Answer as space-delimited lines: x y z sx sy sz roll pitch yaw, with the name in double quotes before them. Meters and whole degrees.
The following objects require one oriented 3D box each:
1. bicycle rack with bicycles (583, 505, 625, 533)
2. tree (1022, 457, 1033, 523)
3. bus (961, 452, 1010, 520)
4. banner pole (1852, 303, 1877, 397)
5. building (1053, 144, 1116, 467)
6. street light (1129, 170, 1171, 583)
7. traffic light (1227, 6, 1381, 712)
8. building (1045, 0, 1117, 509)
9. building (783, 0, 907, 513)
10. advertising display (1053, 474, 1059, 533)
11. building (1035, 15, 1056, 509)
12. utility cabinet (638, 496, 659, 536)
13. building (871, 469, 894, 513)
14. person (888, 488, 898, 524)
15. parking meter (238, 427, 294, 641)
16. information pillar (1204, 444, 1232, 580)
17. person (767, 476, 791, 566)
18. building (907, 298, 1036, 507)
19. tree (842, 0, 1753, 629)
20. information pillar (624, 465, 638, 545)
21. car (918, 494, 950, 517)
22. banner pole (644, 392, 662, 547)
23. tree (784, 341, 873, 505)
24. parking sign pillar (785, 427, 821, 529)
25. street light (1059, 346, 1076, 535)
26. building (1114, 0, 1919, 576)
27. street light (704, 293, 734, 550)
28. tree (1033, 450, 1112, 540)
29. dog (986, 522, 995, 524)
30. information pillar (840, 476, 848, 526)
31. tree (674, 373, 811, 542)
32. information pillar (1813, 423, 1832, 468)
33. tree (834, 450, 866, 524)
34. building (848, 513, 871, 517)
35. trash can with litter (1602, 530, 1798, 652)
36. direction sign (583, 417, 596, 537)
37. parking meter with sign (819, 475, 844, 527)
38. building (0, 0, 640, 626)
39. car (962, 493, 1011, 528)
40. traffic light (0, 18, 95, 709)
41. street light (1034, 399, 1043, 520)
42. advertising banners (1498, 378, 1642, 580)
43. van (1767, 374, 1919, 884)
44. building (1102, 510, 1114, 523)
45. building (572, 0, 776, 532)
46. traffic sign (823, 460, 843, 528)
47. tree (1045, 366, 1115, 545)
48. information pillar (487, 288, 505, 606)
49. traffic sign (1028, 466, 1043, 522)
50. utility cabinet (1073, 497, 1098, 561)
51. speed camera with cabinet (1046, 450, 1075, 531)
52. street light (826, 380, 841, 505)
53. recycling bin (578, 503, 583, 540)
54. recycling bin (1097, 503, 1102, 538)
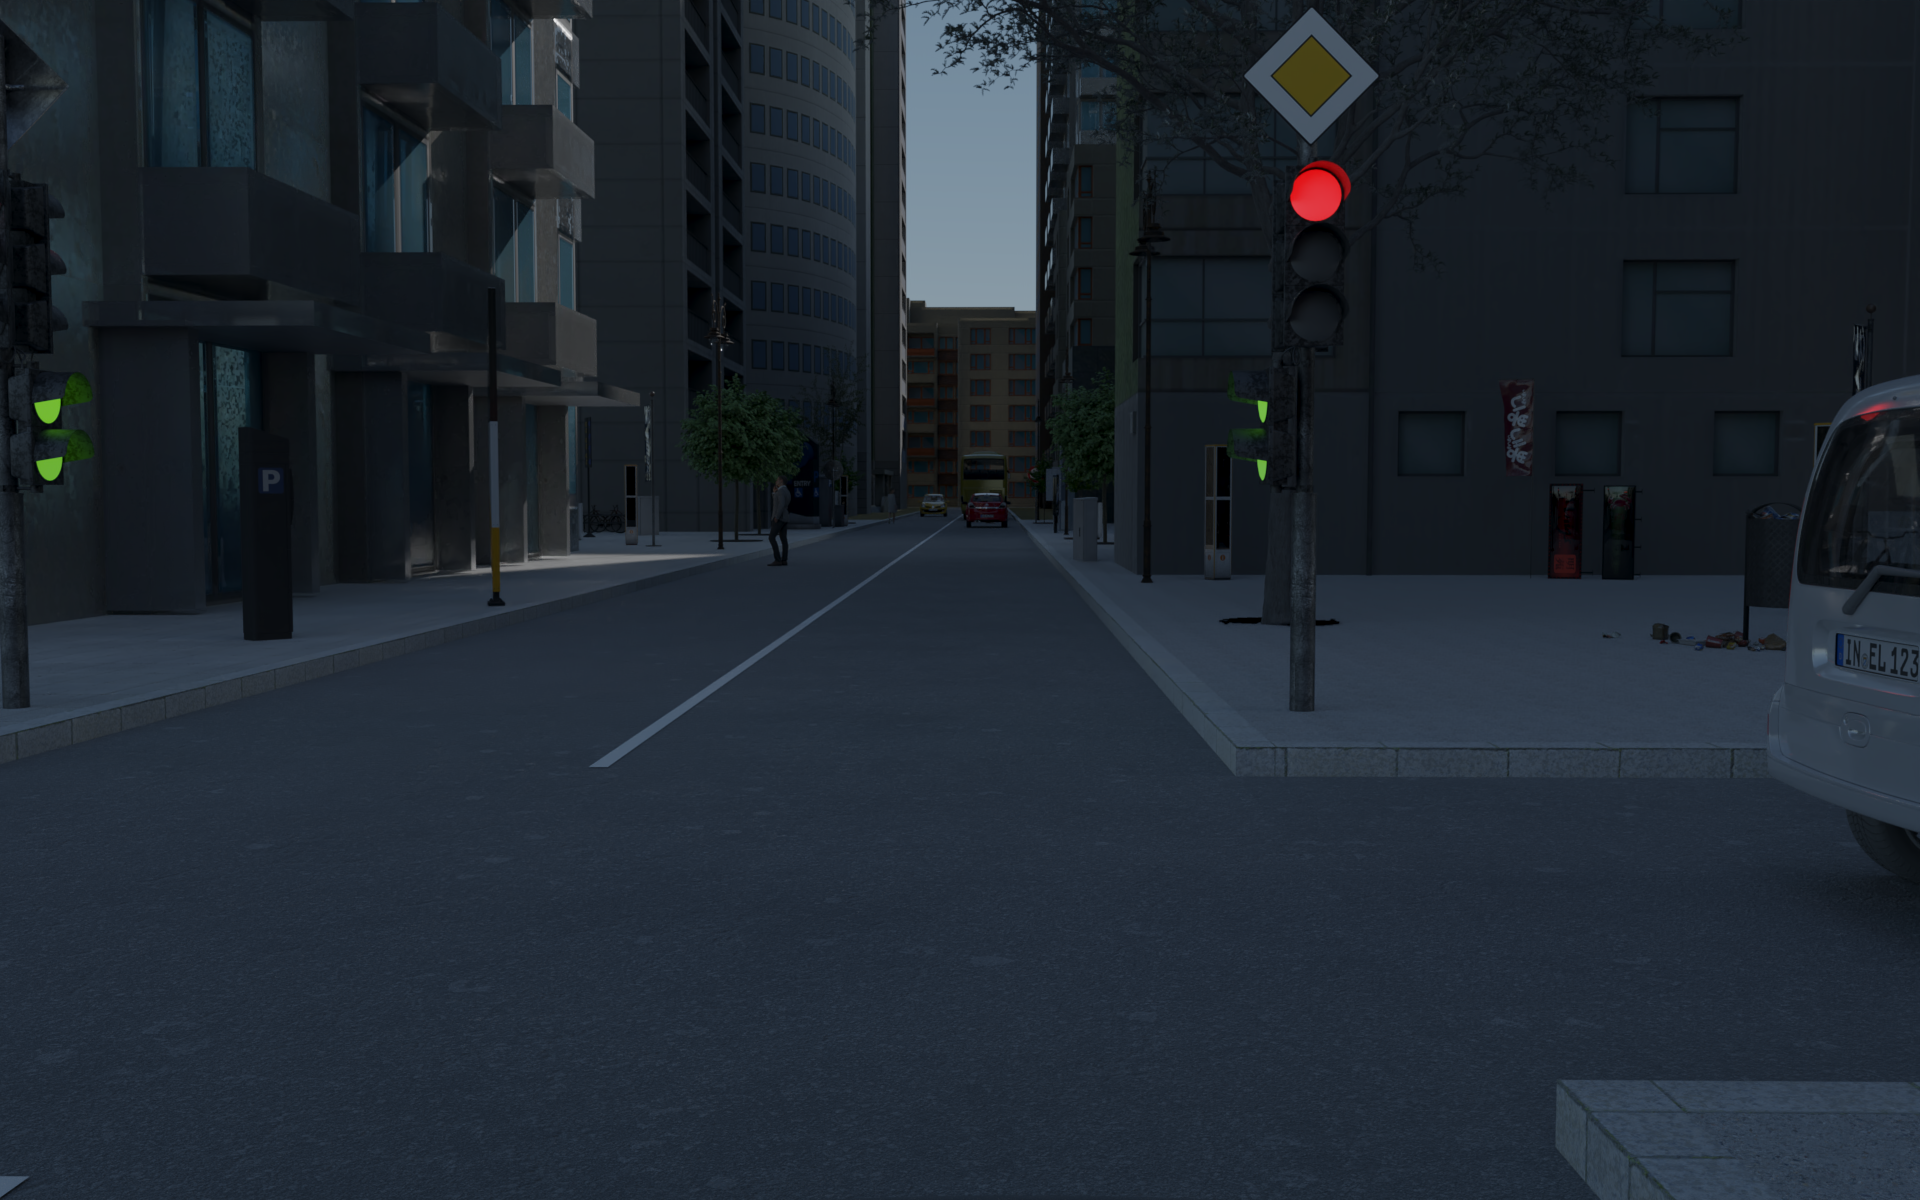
"bicycle rack with bicycles" -11.699 -2.667 56.988 2.925 0.926 2.852 0 4 -6
"tree" 3.524 -4.919 75.025 1.663 3.219 1.824 0 3 0
"bus" 1.457 -6.625 99.870 2.896 3.916 12.252 0 4 2
"banner pole" 11.805 -1.999 22.695 0.863 3.779 0.401 -3 5 -44
"building" 19.731 -15.595 100.017 27.650 21.520 28.899 0 4 1
"street light" 2.705 -3.186 24.880 0.468 5.910 1.993 0 4 1
"traffic light" 2.009 -1.299 10.156 0.839 4.253 0.868 0 4 1
"building" 17.746 -31.191 129.582 23.786 49.044 30.456 0 4 1
"building" -18.838 -37.136 149.177 28.212 58.520 21.231 0 4 1
"advertising display" 3.170 -3.181 57.228 0.123 1.923 0.974 1 4 8
"building" 13.743 -30.700 152.060 14.600 45.320 14.200 0 4 1
"utility cabinet" -9.778 -2.616 53.932 0.306 1.237 1.020 2 4 24
"building" -21.277 -26.551 125.992 32.217 40.220 23.993 0 4 1
"person" -3.211 -4.452 82.040 0.466 1.731 0.760 0 4 7
"parking meter" -6.107 -0.585 15.273 0.255 1.863 0.399 3 5 45
"information pillar" 3.853 -1.306 25.840 0.304 2.012 0.304 -1 4 -22
"person" -3.620 -1.587 34.630 0.473 1.802 0.592 1 4 23
"building" -5.439 -20.720 183.812 28.899 21.520 27.650 0 4 1
"tree" 3.215 -6.494 16.551 12.009 13.543 11.850 0 3 0
"information pillar" -8.253 -2.386 43.501 0.304 2.012 0.304 0 4 -8
"car" -1.666 -6.123 110.327 2.015 1.641 3.980 0 4 1
"banner pole" -7.619 -3.214 42.566 0.401 3.779 0.863 -2 4 -27
"tree" -6.037 -8.096 82.731 4.360 8.622 3.978 0 3 0
"parking sign pillar" -5.805 -4.578 63.317 1.447 3.967 1.447 2 4 27
"street light" 3.345 -4.985 54.298 0.468 5.910 1.993 0 4 1
"building" 9.950 -21.366 32.930 14.154 41.232 14.086 0 4 1
"street light" -5.543 -4.108 39.955 0.468 5.910 1.993 0 4 1
"tree" 3.355 -3.321 48.904 1.663 3.219 1.824 0 3 0
"dog" 1.502 -3.927 84.400 0.550 0.427 0.748 1 4 10
"information pillar" -4.603 -3.931 68.763 0.304 2.012 0.304 0 4 0
"tree" -6.035 -3.858 46.797 4.285 4.588 4.351 0 3 0
"information pillar" 9.035 -0.821 17.918 0.304 2.012 0.304 -2 4 -34
"tree" -5.098 -4.934 75.273 1.663 3.219 1.824 0 3 0
"building" -16.621 -34.069 99.028 21.231 58.520 28.212 0 4 1
"trash can with litter" 6.622 -0.225 14.743 1.678 1.210 2.233 -3 4 -37
"direction sign" -11.001 -3.626 51.290 0.379 3.537 0.876 -1 4 -23
"parking meter with sign" -5.379 -4.362 67.585 1.738 3.016 0.543 1 4 17
"building" -18.418 -24.798 25.054 23.786 49.044 30.456 0 4 1
"car" 1.151 -4.039 75.081 2.155 1.783 4.494 0 4 0
"traffic light" -5.651 -1.307 10.283 0.839 4.253 0.868 0 4 1
"street light" 3.809 -6.820 84.289 0.468 5.910 1.993 0 4 1
"advertising banners" 9.163 -1.828 26.072 2.074 3.025 0.090 1 4 20
"van" 4.950 0.085 5.629 4.112 2.044 2.013 0 4 1
"building" 15.939 -46.183 67.765 22.319 86.520 31.000 0 4 1
"building" -17.137 -38.464 67.144 20.563 71.187 20.611 0 4 1
"traffic sign" -4.746 -3.960 64.852 0.768 2.556 0.104 0 4 7
"tree" 3.798 -3.720 44.535 4.285 4.588 4.351 0 3 0
"information pillar" -5.375 -1.749 19.948 0.183 3.616 0.504 -1 4 -17
"traffic sign" 3.399 -4.724 77.341 0.768 2.556 0.104 0 4 4
"utility cabinet" 2.409 -1.364 33.463 0.306 1.237 1.020 0 4 -7
"speed camera with cabinet" 3.514 -4.056 60.647 0.660 3.252 2.038 1 4 17
"street light" -5.071 -5.908 69.377 0.468 5.910 1.993 0 4 1
"recycling bin" -10.884 -2.179 48.179 0.722 1.027 0.722 -1 4 -8
"recycling bin" 3.810 -2.366 51.241 0.722 1.027 0.722 1 4 13
